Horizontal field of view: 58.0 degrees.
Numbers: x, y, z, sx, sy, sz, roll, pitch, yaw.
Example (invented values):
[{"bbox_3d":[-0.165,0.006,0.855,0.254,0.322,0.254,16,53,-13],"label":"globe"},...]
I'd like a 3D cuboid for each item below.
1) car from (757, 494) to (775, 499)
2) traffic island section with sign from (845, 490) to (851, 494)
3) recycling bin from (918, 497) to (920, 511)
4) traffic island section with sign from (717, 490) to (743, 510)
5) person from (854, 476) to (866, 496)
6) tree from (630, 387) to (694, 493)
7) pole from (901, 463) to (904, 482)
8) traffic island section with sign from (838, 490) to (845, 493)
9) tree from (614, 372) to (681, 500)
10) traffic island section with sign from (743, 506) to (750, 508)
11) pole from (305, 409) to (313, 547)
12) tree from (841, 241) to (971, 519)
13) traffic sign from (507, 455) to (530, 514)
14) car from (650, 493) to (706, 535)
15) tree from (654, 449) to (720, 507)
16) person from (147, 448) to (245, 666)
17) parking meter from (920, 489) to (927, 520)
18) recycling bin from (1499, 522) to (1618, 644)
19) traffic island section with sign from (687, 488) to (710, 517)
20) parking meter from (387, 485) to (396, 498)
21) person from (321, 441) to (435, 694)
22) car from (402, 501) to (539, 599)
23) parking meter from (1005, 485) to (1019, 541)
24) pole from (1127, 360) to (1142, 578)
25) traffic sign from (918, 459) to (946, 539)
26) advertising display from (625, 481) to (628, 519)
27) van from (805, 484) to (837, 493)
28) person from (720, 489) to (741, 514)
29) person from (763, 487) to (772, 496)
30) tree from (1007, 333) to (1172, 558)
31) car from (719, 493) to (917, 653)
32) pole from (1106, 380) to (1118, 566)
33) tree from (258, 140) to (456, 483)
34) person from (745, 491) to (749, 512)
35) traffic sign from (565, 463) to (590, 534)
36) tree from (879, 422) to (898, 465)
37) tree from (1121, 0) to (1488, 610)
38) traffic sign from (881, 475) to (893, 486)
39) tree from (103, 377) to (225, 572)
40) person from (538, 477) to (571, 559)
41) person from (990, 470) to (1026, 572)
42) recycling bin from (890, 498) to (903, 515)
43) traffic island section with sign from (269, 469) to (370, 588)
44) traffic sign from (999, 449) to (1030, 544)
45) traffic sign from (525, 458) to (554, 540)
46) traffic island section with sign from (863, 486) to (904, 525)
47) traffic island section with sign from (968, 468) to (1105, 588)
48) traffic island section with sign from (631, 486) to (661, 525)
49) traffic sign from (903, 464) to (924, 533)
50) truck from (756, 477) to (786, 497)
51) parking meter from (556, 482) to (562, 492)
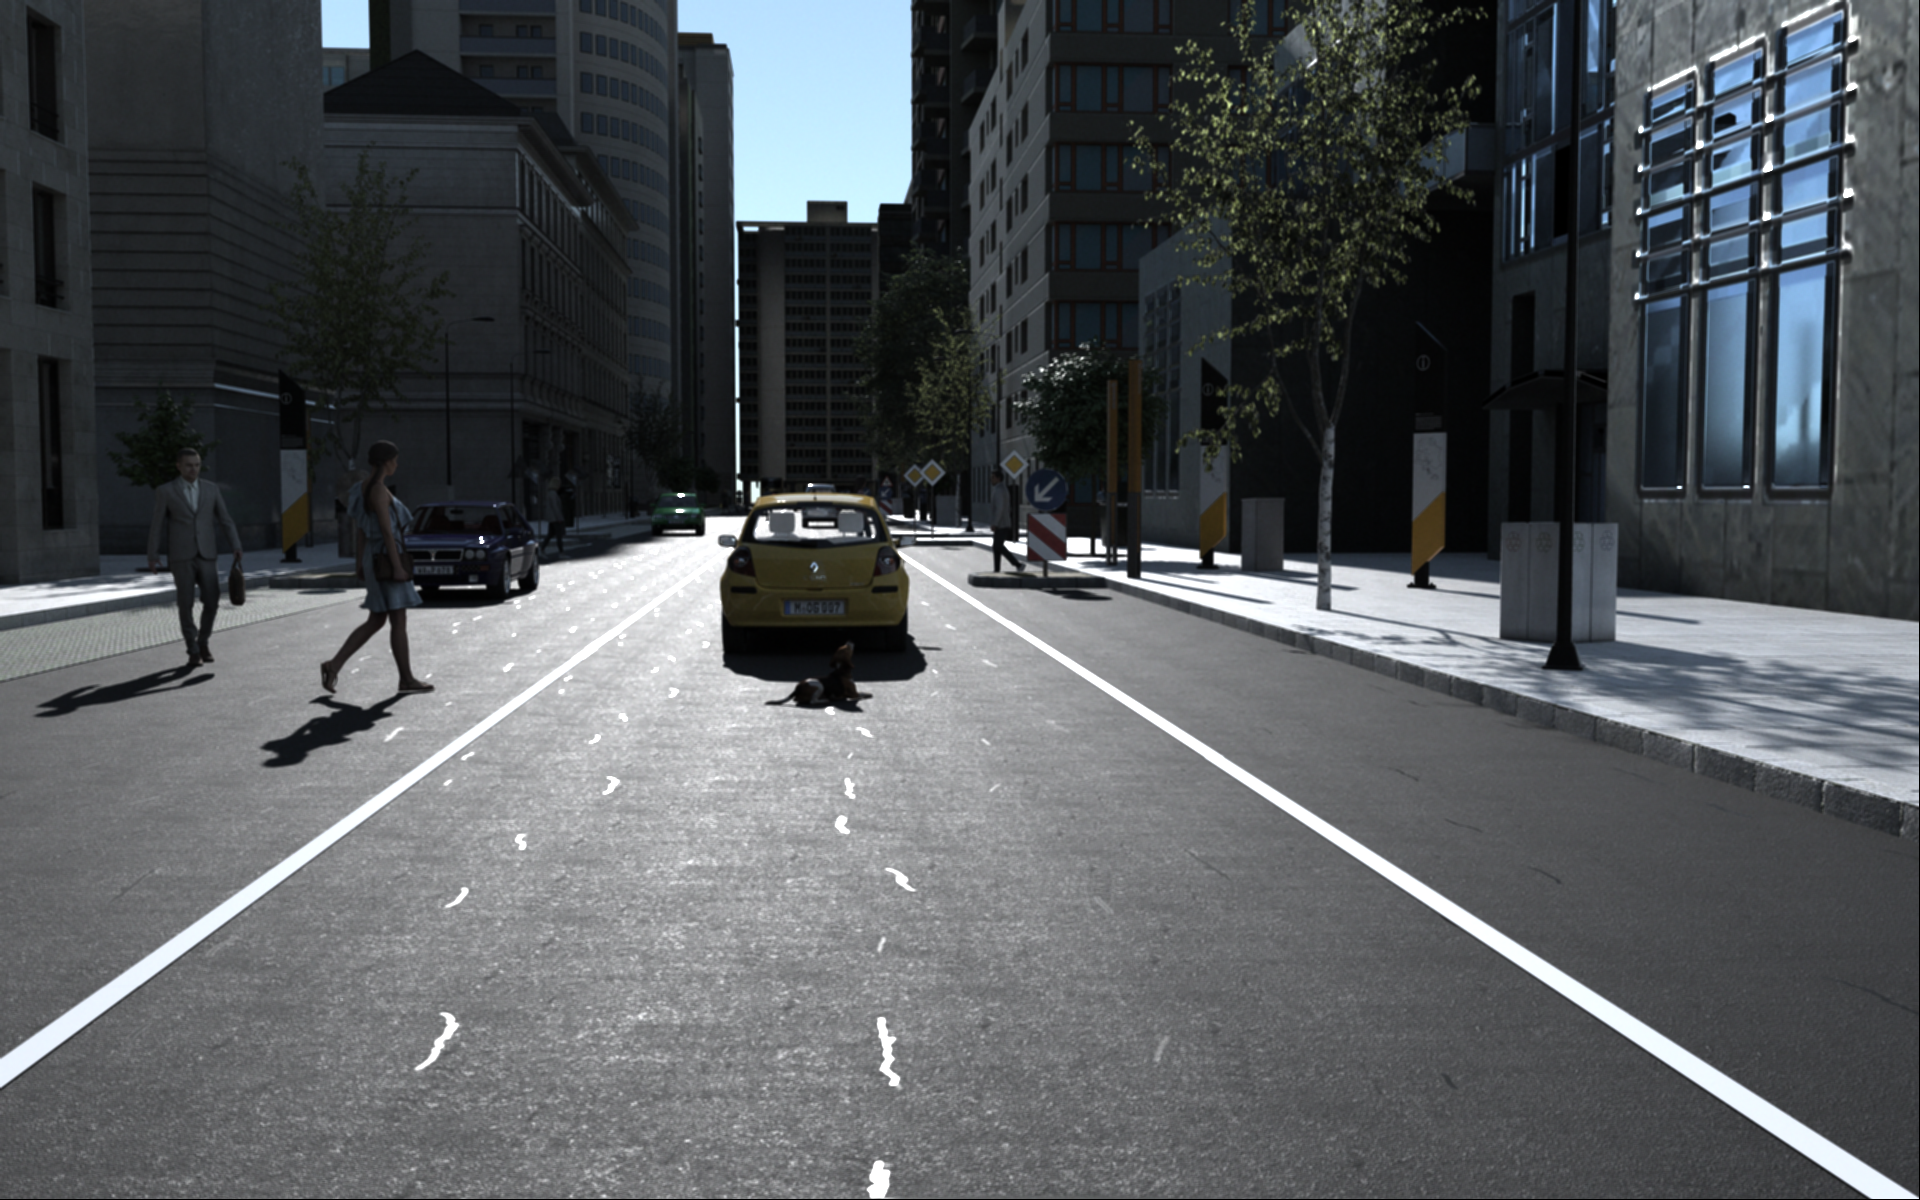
[{"bbox_3d":[-17.840,-9.316,161.359,2.155,1.783,4.494,0,4,-7],"label":"car"},{"bbox_3d":[-6.068,-6.156,109.276,1.989,1.847,2.006,0,4,-5],"label":"traffic island section with sign"},{"bbox_3d":[-2.691,-7.265,131.337,0.722,1.027,0.722,-2,4,-32],"label":"recycling bin"},{"bbox_3d":[-21.063,-9.127,157.850,1.989,1.847,2.006,0,4,-5],"label":"traffic island section with sign"},{"bbox_3d":[-2.079,-1.749,37.106,0.388,1.821,0.555,-2,4,-30],"label":"person"},{"bbox_3d":[-20.257,-10.249,117.939,4.737,8.622,4.395,0,3,0],"label":"tree"},{"bbox_3d":[-3.759,-7.345,113.932,0.158,3.312,0.155,0,3,0],"label":"pole"},{"bbox_3d":[-12.914,-10.900,186.843,1.989,1.847,2.006,0,4,-5],"label":"traffic island section with sign"},{"bbox_3d":[-18.722,-9.419,104.357,4.360,8.622,3.978,0,3,0],"label":"tree"},{"bbox_3d":[-23.438,-10.769,184.701,1.989,1.847,2.006,0,4,-5],"label":"traffic island section with sign"},{"bbox_3d":[-15.684,-2.924,41.657,0.158,3.312,0.155,0,3,0],"label":"pole"},{"bbox_3d":[-1.153,-11.128,88.592,9.857,13.997,8.962,0,3,0],"label":"tree"},{"bbox_3d":[-14.495,-3.495,57.139,0.884,2.594,0.081,0,4,0],"label":"traffic sign"},{"bbox_3d":[-9.998,-3.227,61.564,1.959,1.807,4.718,0,4,-7],"label":"car"},{"bbox_3d":[-20.622,-8.678,125.596,4.285,4.588,4.351,0,3,0],"label":"tree"},{"bbox_3d":[-6.395,-0.360,14.503,0.709,1.813,0.853,-3,5,-41],"label":"person"},{"bbox_3d":[-1.779,-4.634,84.185,0.372,1.533,0.369,0,3,0],"label":"parking meter"},{"bbox_3d":[5.263,-0.164,15.241,0.722,1.027,0.722,-2,4,-29],"label":"recycling bin"},{"bbox_3d":[-16.725,-6.116,108.621,1.989,1.847,2.006,0,4,-5],"label":"traffic island section with sign"},{"bbox_3d":[-15.212,-2.307,46.128,0.372,1.533,0.369,0,3,0],"label":"parking meter"},{"bbox_3d":[-4.147,-0.230,12.354,0.778,1.811,0.616,-2,4,-29],"label":"person"},{"bbox_3d":[-7.148,-0.749,24.828,1.945,1.354,3.894,0,4,-5],"label":"car"},{"bbox_3d":[1.419,-2.368,47.122,0.372,1.533,0.369,0,3,0],"label":"parking meter"},{"bbox_3d":[2.664,-1.992,26.419,0.158,3.312,0.155,0,3,0],"label":"pole"},{"bbox_3d":[-0.784,-2.778,49.062,0.795,2.450,0.064,0,4,-5],"label":"traffic sign"},{"bbox_3d":[-16.976,-5.074,88.168,0.123,1.923,0.974,-1,4,-11],"label":"advertising display"},{"bbox_3d":[-6.108,-4.227,76.126,2.013,2.044,4.112,0,4,-4],"label":"van"},{"bbox_3d":[-16.837,-7.218,126.730,1.509,1.804,0.699,1,4,12],"label":"person"},{"bbox_3d":[-10.219,-5.122,92.425,0.721,1.800,0.419,-1,4,-16],"label":"person"},{"bbox_3d":[2.658,-3.169,35.533,4.285,4.588,4.351,0,3,0],"label":"tree"},{"bbox_3d":[-1.411,-0.422,17.120,2.015,1.641,3.980,0,4,-4],"label":"car"},{"bbox_3d":[2.725,-2.275,31.042,0.158,3.312,0.155,0,3,0],"label":"pole"},{"bbox_3d":[-12.936,-5.291,36.873,4.737,8.622,4.395,0,3,0],"label":"tree"},{"bbox_3d":[-16.844,-7.806,137.052,0.530,1.710,0.541,1,4,19],"label":"person"},{"bbox_3d":[-12.390,-3.207,56.077,0.795,2.450,0.064,0,4,-5],"label":"traffic sign"},{"bbox_3d":[-4.163,-10.755,126.214,4.360,8.622,3.978,0,3,0],"label":"tree"},{"bbox_3d":[4.001,-4.211,19.216,4.360,8.622,3.978,0,3,0],"label":"tree"},{"bbox_3d":[-5.003,-7.250,118.536,0.884,2.594,0.081,0,4,-1],"label":"traffic sign"},{"bbox_3d":[-13.282,-2.099,28.916,1.663,3.219,1.824,0,3,0],"label":"tree"},{"bbox_3d":[-8.995,-1.813,38.323,0.728,1.800,0.709,-1,4,-17],"label":"person"},{"bbox_3d":[0.760,-1.279,29.265,0.795,1.843,0.661,1,4,15],"label":"person"},{"bbox_3d":[-3.884,-5.711,105.921,0.722,1.027,0.722,-1,4,-13],"label":"recycling bin"},{"bbox_3d":[-9.534,-1.134,27.162,1.989,1.847,2.006,0,4,-5],"label":"traffic island section with sign"},{"bbox_3d":[1.391,-2.646,44.448,0.795,2.450,0.064,0,4,-1],"label":"traffic sign"},{"bbox_3d":[-11.688,-2.721,48.123,0.795,2.450,0.064,0,4,-5],"label":"traffic sign"},{"bbox_3d":[-3.681,-4.497,82.148,1.989,1.847,2.006,0,4,-5],"label":"traffic island section with sign"},{"bbox_3d":[1.155,-1.148,27.400,1.989,1.847,2.006,0,4,-5],"label":"traffic island section with sign"},{"bbox_3d":[-14.282,-4.425,80.972,1.989,1.847,2.006,0,4,-5],"label":"traffic island section with sign"},{"bbox_3d":[-1.487,-3.264,57.016,0.795,2.450,0.064,0,4,-5],"label":"traffic sign"},{"bbox_3d":[-22.083,-12.669,203.070,3.469,3.379,9.791,0,4,-5],"label":"truck"},{"bbox_3d":[-16.591,-4.017,71.393,0.255,1.863,0.399,1,4,21],"label":"parking meter"}]
